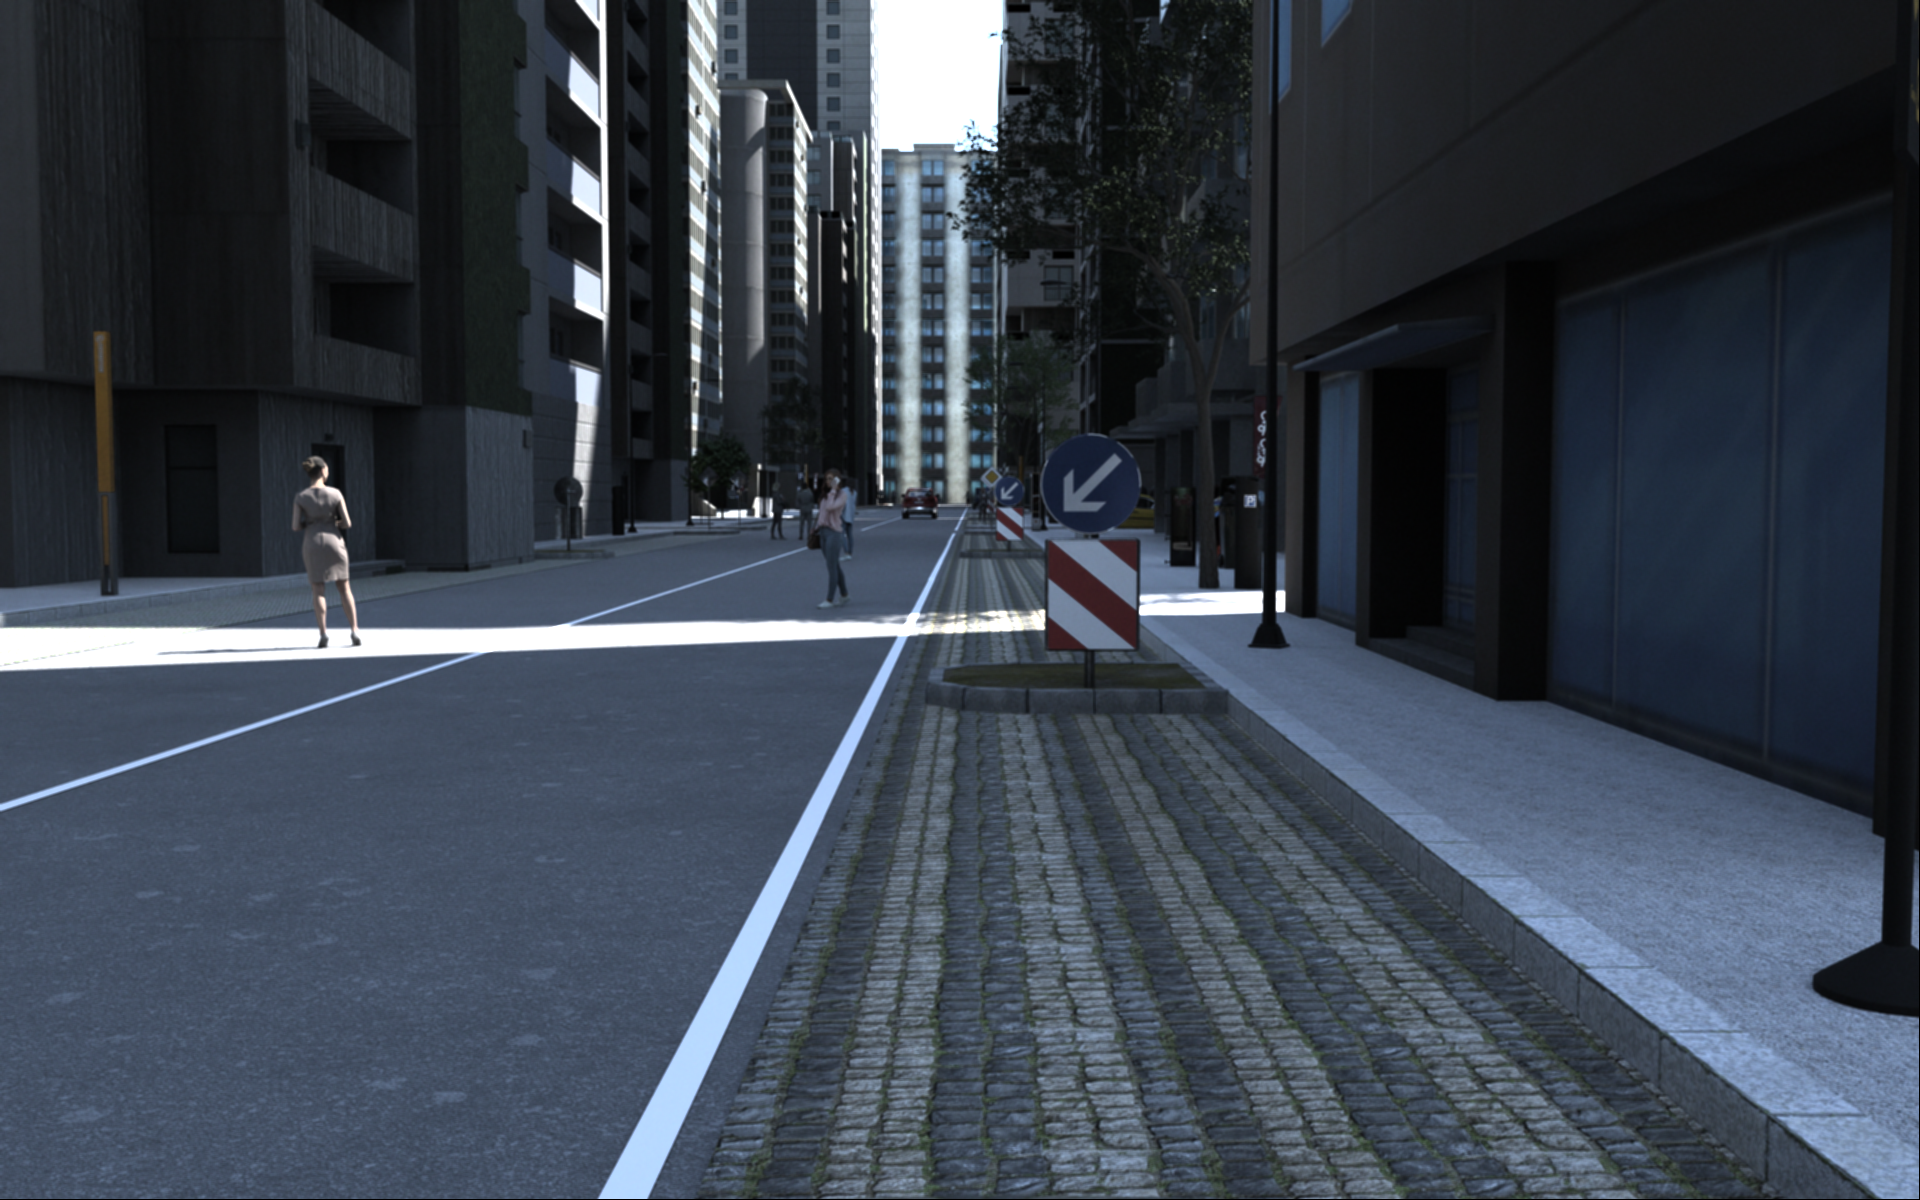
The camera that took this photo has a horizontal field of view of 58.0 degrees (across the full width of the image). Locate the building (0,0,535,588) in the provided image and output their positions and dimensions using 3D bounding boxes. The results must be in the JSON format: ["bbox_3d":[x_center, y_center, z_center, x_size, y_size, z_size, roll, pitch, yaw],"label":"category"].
[{"bbox_3d":[-16.022,-15.718,28.693,14.160,30.474,14.107,0,4,0],"label":"building"}]

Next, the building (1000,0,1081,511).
[{"bbox_3d":[16.631,-32.822,125.886,28.713,52.752,27.495,0,4,0],"label":"building"}]

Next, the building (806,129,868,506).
[{"bbox_3d":[-17.583,-30.928,189.272,14.154,41.232,14.086,0,4,0],"label":"building"}]

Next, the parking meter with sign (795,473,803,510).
[{"bbox_3d":[-13.054,-8.855,141.046,0.543,3.016,1.738,0,4,5],"label":"parking meter with sign"}]

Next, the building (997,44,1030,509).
[{"bbox_3d":[14.620,-34.032,180.132,21.300,48.544,21.600,0,4,0],"label":"building"}]

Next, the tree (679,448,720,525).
[{"bbox_3d":[-10.984,-4.772,72.631,1.663,3.219,1.824,0,3,0],"label":"tree"}]

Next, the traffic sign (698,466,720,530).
[{"bbox_3d":[-8.912,-3.539,61.499,0.795,2.450,0.064,0,4,0],"label":"traffic sign"}]

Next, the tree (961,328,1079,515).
[{"bbox_3d":[3.831,-11.179,108.527,9.928,11.665,9.643,0,3,0],"label":"tree"}]

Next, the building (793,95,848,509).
[{"bbox_3d":[-26.643,-28.404,156.289,32.217,40.220,23.993,0,4,0],"label":"building"}]

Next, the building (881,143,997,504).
[{"bbox_3d":[-3.587,-37.873,238.830,30.456,49.044,23.786,0,4,0],"label":"building"}]

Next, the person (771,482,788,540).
[{"bbox_3d":[-5.710,-2.806,54.564,0.526,1.800,0.537,-1,4,-10],"label":"person"}]

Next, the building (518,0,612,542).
[{"bbox_3d":[-25.301,-31.067,49.950,28.212,58.520,21.231,0,4,0],"label":"building"}]

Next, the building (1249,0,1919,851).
[{"bbox_3d":[10.042,-22.060,10.797,14.600,45.320,14.200,0,4,0],"label":"building"}]

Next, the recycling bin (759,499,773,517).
[{"bbox_3d":[-10.848,-5.199,97.553,0.722,1.027,0.722,1,4,21],"label":"recycling bin"}]

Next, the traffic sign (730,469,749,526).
[{"bbox_3d":[-8.848,-4.027,69.484,0.795,2.450,0.064,0,4,0],"label":"traffic sign"}]

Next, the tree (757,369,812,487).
[{"bbox_3d":[-11.699,-11.972,130.148,7.601,10.594,8.767,0,4,6],"label":"tree"}]

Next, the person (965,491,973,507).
[{"bbox_3d":[0.919,-11.037,189.734,0.721,1.735,1.217,-3,5,-44],"label":"person"}]

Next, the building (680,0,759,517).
[{"bbox_3d":[-27.631,-25.193,103.789,32.217,40.220,23.993,0,4,0],"label":"building"}]

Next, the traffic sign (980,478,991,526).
[{"bbox_3d":[1.195,-4.021,69.383,0.795,2.450,0.064,0,4,0],"label":"traffic sign"}]

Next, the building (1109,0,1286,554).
[{"bbox_3d":[16.537,-26.015,44.954,23.786,49.044,30.456,0,4,0],"label":"building"}]

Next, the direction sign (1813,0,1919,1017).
[{"bbox_3d":[2.389,-0.754,4.320,0.379,3.537,0.876,2,4,35],"label":"direction sign"}]

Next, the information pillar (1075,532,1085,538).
[{"bbox_3d":[3.127,-2.403,43.776,0.304,2.012,0.304,3,5,44],"label":"information pillar"}]

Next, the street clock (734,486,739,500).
[{"bbox_3d":[-16.515,-7.548,127.972,0.358,2.002,0.471,1,4,11],"label":"street clock"}]

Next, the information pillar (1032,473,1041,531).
[{"bbox_3d":[2.644,-3.391,59.942,0.304,2.012,0.304,0,4,8],"label":"information pillar"}]

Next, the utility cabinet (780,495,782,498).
[{"bbox_3d":[-15.294,-8.110,143.766,1.020,1.237,0.306,1,4,14],"label":"utility cabinet"}]

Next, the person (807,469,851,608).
[{"bbox_3d":[-1.587,-0.784,21.904,0.643,1.750,0.593,-2,4,-35],"label":"person"}]

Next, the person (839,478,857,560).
[{"bbox_3d":[-2.452,-1.764,37.613,0.793,1.790,0.793,0,4,1],"label":"person"}]

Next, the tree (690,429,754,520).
[{"bbox_3d":[-11.982,-6.327,87.166,4.285,4.588,4.351,0,3,0],"label":"tree"}]

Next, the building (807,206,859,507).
[{"bbox_3d":[-17.809,-24.699,175.531,14.160,30.474,14.107,0,4,0],"label":"building"}]

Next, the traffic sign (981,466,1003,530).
[{"bbox_3d":[1.131,-3.532,61.398,0.795,2.450,0.064,0,4,0],"label":"traffic sign"}]

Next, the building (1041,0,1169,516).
[{"bbox_3d":[15.093,-39.997,92.200,20.563,71.187,20.611,0,4,0],"label":"building"}]

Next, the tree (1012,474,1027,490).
[{"bbox_3d":[4.927,-9.347,147.425,1.663,3.219,1.824,0,3,0],"label":"tree"}]

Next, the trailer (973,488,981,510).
[{"bbox_3d":[1.946,-9.340,159.753,1.471,1.999,3.904,0,4,2],"label":"trailer"}]

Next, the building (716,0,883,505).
[{"bbox_3d":[-20.220,-47.136,208.920,20.611,71.187,20.563,0,4,0],"label":"building"}]

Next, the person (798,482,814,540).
[{"bbox_3d":[-4.856,-2.808,54.594,0.511,1.800,0.466,-1,4,-10],"label":"person"}]

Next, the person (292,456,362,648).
[{"bbox_3d":[-5.910,-0.448,16.162,0.599,1.781,0.374,-1,4,-23],"label":"person"}]

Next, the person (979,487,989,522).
[{"bbox_3d":[1.227,-4.892,88.660,0.537,1.800,0.526,0,4,8],"label":"person"}]

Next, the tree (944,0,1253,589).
[{"bbox_3d":[3.522,-5.456,23.616,8.767,10.594,7.601,1,4,18],"label":"tree"}]

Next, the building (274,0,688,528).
[{"bbox_3d":[-20.357,-18.674,77.027,14.160,30.474,14.107,0,4,0],"label":"building"}]
